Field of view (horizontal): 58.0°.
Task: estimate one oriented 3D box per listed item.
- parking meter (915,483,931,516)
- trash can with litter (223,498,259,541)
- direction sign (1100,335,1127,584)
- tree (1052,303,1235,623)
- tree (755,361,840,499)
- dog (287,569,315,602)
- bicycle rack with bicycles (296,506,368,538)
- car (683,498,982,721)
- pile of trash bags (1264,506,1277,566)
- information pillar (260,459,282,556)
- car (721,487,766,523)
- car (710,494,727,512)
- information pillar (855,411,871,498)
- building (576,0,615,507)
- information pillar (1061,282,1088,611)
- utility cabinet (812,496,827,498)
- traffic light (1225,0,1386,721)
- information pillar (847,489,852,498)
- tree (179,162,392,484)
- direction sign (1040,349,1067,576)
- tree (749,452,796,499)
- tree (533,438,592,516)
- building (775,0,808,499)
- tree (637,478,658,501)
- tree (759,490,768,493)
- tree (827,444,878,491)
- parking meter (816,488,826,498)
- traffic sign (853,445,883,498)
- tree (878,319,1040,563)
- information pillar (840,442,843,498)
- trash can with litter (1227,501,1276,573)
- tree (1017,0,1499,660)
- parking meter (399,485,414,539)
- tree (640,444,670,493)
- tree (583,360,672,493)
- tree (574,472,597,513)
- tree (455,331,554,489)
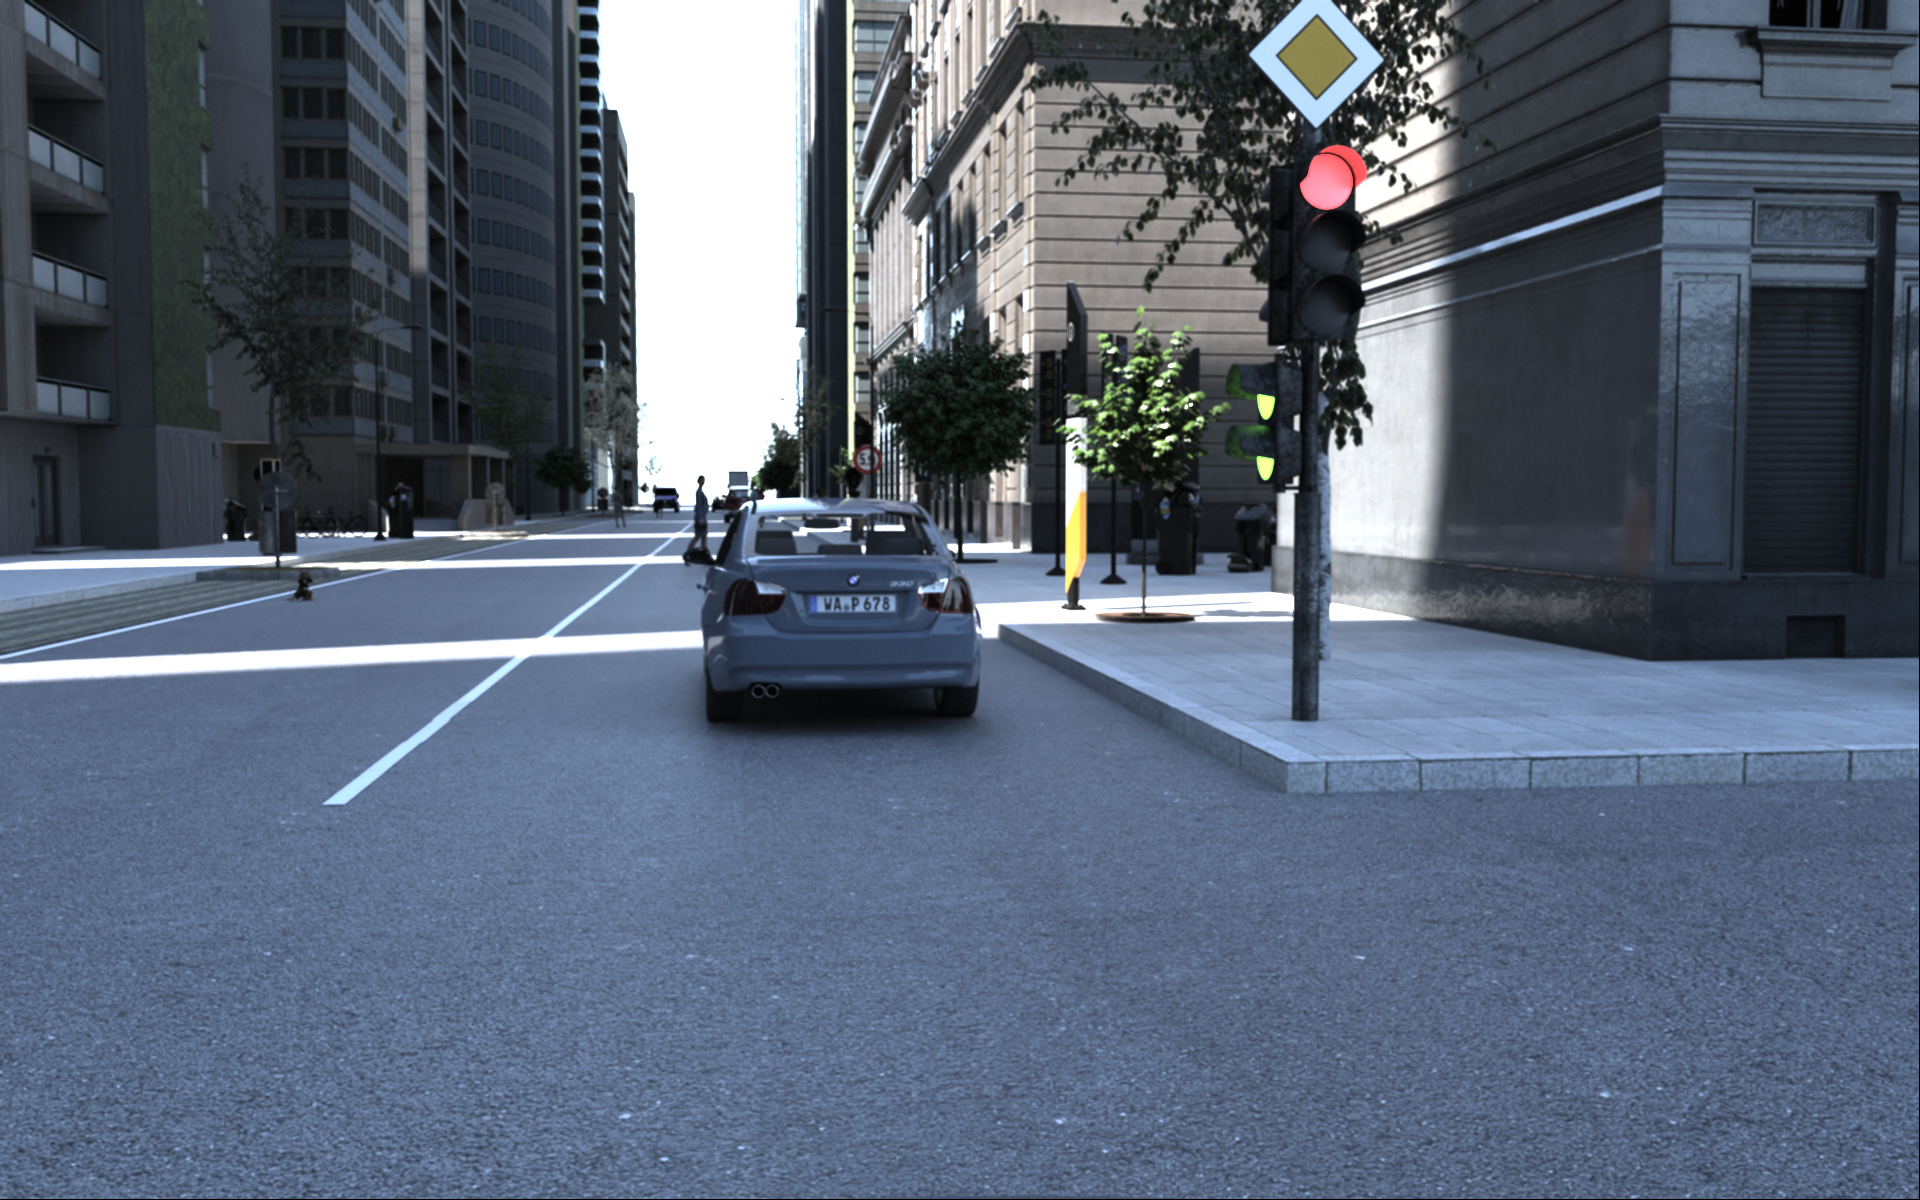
[{"bbox_3d":[-0.839,-1.876,39.079,0.372,1.533,0.369,0,3,0],"label":"parking meter"},{"bbox_3d":[-19.511,-2.190,47.200,1.055,1.170,0.624,-3,5,-40],"label":"trash can with litter"},{"bbox_3d":[2.199,-2.002,24.723,0.379,3.537,0.876,2,4,27],"label":"direction sign"},{"bbox_3d":[1.870,-1.417,17.776,1.663,3.219,1.824,0,3,0],"label":"tree"},{"bbox_3d":[-8.679,-8.800,94.243,4.360,8.622,3.978,0,3,0],"label":"tree"},{"bbox_3d":[-8.971,-0.199,23.454,0.550,0.427,0.748,1,4,20],"label":"dog"},{"bbox_3d":[-19.152,-2.333,51.520,2.925,0.926,2.852,-2,4,-25],"label":"bicycle rack with bicycles"},{"bbox_3d":[-0.953,-0.019,12.312,2.014,1.417,4.499,-1,4,-9],"label":"car"},{"bbox_3d":[7.075,-1.267,30.471,3.447,1.369,1.912,0,4,7],"label":"pile of trash bags"},{"bbox_3d":[-14.408,-1.942,36.248,0.304,2.012,0.304,0,4,5],"label":"information pillar"},{"bbox_3d":[-11.073,-4.897,88.732,2.281,1.827,5.304,0,4,-8],"label":"car"},{"bbox_3d":[-19.122,-7.921,139.299,2.009,1.686,4.222,-1,4,-9],"label":"car"},{"bbox_3d":[-2.746,-3.523,48.959,0.504,3.616,0.183,-1,4,-16],"label":"information pillar"},{"bbox_3d":[-47.389,-53.056,180.138,22.319,86.520,31.000,0,4,-8],"label":"building"},{"bbox_3d":[1.274,-1.691,19.003,0.183,3.616,0.504,-1,4,-14],"label":"information pillar"},{"bbox_3d":[-5.558,-3.508,68.511,0.306,1.237,1.020,1,4,13],"label":"utility cabinet"},{"bbox_3d":[1.942,-1.272,9.726,0.839,4.253,0.868,0,4,-8],"label":"traffic light"},{"bbox_3d":[-4.027,-3.698,64.954,0.304,2.012,0.304,3,5,41],"label":"information pillar"},{"bbox_3d":[-15.387,-5.454,39.543,4.360,8.622,3.978,0,3,0],"label":"tree"},{"bbox_3d":[1.545,-2.157,27.260,0.379,3.537,0.876,-3,4,-37],"label":"direction sign"},{"bbox_3d":[-14.366,-9.361,136.769,4.285,4.588,4.351,0,3,0],"label":"tree"},{"bbox_3d":[-23.356,-7.237,102.031,4.285,4.588,4.351,0,3,0],"label":"tree"},{"bbox_3d":[-12.879,-55.931,227.138,22.319,86.520,31.000,0,4,-8],"label":"building"},{"bbox_3d":[-36.809,-12.734,202.807,1.663,3.219,1.824,0,3,0],"label":"tree"},{"bbox_3d":[-25.708,-14.003,223.547,1.663,3.219,1.824,0,3,0],"label":"tree"},{"bbox_3d":[-3.438,-3.958,59.316,1.663,3.219,1.824,0,3,0],"label":"tree"},{"bbox_3d":[-5.412,-3.603,67.313,0.372,1.533,0.369,0,3,0],"label":"parking meter"},{"bbox_3d":[-2.387,-2.737,44.861,0.768,2.556,0.104,0,4,-4],"label":"traffic sign"},{"bbox_3d":[0.036,-2.996,32.704,4.285,4.588,4.351,0,3,0],"label":"tree"},{"bbox_3d":[-5.321,-5.290,77.841,0.183,3.616,0.504,-1,4,-10],"label":"information pillar"},{"bbox_3d":[4.792,-1.053,28.601,0.624,1.170,1.055,2,4,24],"label":"trash can with litter"},{"bbox_3d":[2.567,-3.839,13.125,4.360,8.622,3.978,0,3,0],"label":"tree"},{"bbox_3d":[-15.897,-2.528,49.744,0.372,1.533,0.369,0,3,0],"label":"parking meter"},{"bbox_3d":[-40.245,-16.992,228.176,4.737,8.622,4.395,0,3,0],"label":"tree"},{"bbox_3d":[-31.324,-15.098,157.220,12.009,13.543,11.850,0,3,0],"label":"tree"},{"bbox_3d":[-26.158,-7.637,119.466,1.663,3.219,1.824,0,3,0],"label":"tree"},{"bbox_3d":[-20.856,-7.899,79.518,4.737,8.622,4.395,0,3,0],"label":"tree"}]
